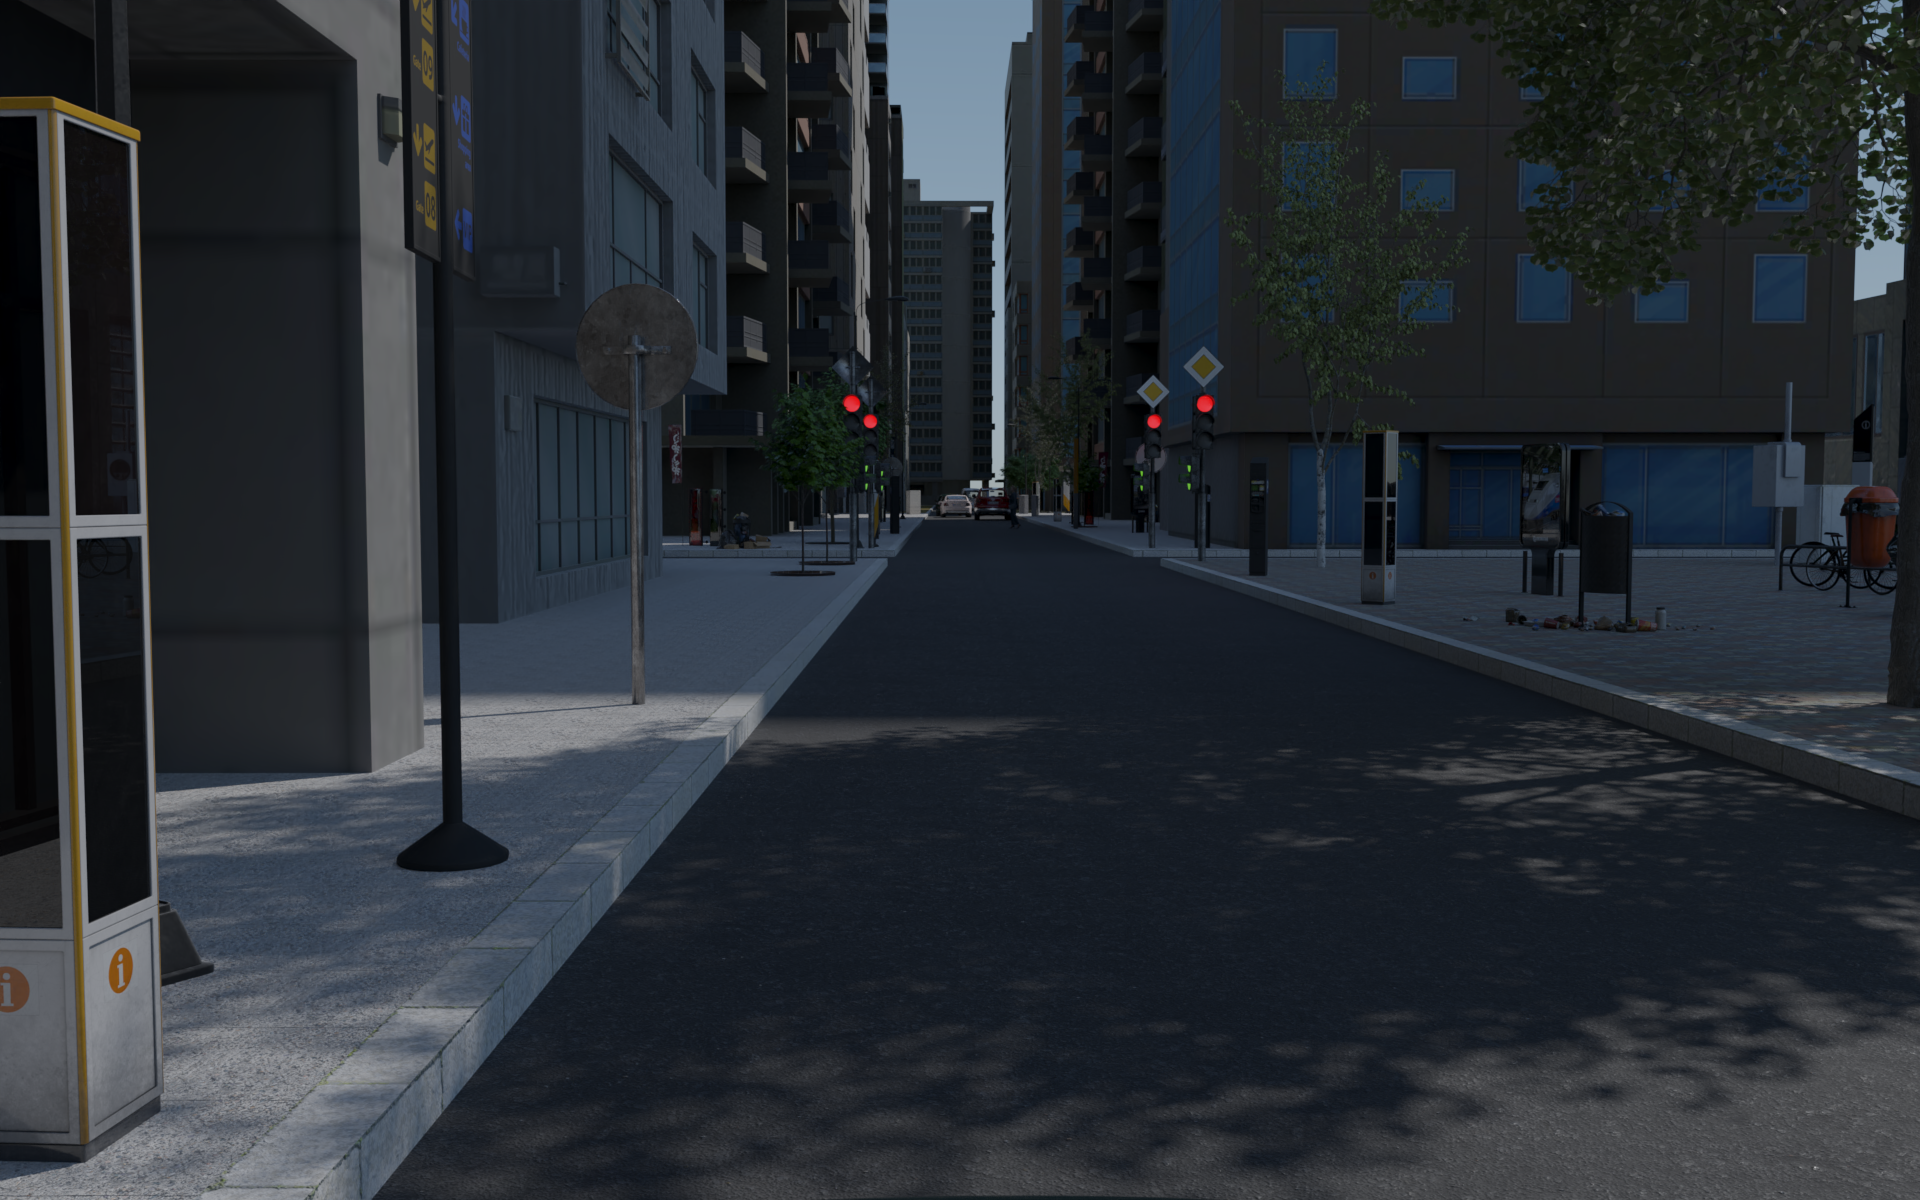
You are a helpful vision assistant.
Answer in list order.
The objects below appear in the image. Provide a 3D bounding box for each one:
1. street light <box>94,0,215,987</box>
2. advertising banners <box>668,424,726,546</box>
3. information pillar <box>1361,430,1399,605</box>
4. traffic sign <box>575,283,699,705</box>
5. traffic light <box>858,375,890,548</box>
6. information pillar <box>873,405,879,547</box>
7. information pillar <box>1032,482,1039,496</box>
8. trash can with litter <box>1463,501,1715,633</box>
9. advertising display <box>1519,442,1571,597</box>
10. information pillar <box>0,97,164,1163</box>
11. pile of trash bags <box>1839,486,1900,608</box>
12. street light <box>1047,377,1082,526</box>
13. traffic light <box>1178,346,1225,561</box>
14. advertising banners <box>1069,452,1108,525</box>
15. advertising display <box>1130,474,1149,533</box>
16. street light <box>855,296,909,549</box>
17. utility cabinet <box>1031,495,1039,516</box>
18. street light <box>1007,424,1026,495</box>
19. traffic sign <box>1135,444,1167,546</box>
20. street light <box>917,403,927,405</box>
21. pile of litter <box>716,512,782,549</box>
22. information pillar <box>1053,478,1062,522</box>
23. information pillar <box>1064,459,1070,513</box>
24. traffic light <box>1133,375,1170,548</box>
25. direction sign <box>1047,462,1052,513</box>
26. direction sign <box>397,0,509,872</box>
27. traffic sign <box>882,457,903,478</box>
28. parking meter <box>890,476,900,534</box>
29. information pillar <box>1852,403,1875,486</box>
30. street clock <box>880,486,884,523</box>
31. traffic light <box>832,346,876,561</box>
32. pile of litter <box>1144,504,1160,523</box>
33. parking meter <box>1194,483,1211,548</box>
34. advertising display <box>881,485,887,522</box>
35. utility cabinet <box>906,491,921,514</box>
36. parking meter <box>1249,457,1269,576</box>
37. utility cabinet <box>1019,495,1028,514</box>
[{"bbox_3d":[-1.643,-1.950,4.423,1.470,5.913,1.316,0,4,0],"label":"street light"},{"bbox_3d":[-6.520,-2.851,42.809,2.074,3.025,0.090,3,5,40],"label":"advertising banners"},{"bbox_3d":[4.874,-0.956,20.123,0.304,2.012,0.304,3,5,41],"label":"information pillar"},{"bbox_3d":[-1.964,-0.636,10.501,0.768,2.556,0.104,0,4,7],"label":"traffic sign"},{"bbox_3d":[-2.079,-3.178,40.881,0.839,4.253,0.868,0,4,0],"label":"traffic light"},{"bbox_3d":[-2.079,-3.094,41.946,0.183,3.616,0.504,1,4,11],"label":"information pillar"},{"bbox_3d":[4.577,-6.147,104.988,0.304,2.012,0.304,2,4,28],"label":"information pillar"},{"bbox_3d":[5.978,-0.352,16.816,1.678,1.210,2.233,-3,4,-37],"label":"trash can with litter"},{"bbox_3d":[7.431,-1.029,22.045,0.123,1.923,0.974,-1,4,-12],"label":"advertising display"},{"bbox_3d":[-1.812,0.066,3.410,0.304,2.012,0.304,0,4,3],"label":"information pillar"},{"bbox_3d":[10.581,-0.519,18.231,1.912,1.369,3.447,-1,4,-13],"label":"pile of trash bags"},{"bbox_3d":[4.156,-5.874,68.585,1.470,5.913,1.316,0,4,0],"label":"street light"},{"bbox_3d":[4.596,-2.694,32.966,0.839,4.253,0.868,0,4,0],"label":"traffic light"},{"bbox_3d":[5.365,-4.644,72.118,2.074,3.025,0.090,3,5,44],"label":"advertising banners"},{"bbox_3d":[5.965,-3.187,57.315,0.123,1.923,0.974,3,5,40],"label":"advertising display"},{"bbox_3d":[-1.901,-4.173,40.774,1.470,5.913,1.316,0,4,0],"label":"street light"},{"bbox_3d":[4.331,-5.418,99.751,0.306,1.237,1.020,1,4,11],"label":"utility cabinet"},{"bbox_3d":[3.815,-8.702,114.823,1.470,5.913,1.316,0,4,0],"label":"street light"},{"bbox_3d":[4.655,-2.583,42.340,0.768,2.556,0.104,0,4,1],"label":"traffic sign"},{"bbox_3d":[-2.376,-7.063,88.025,1.470,5.913,1.316,0,4,0],"label":"street light"},{"bbox_3d":[-4.972,-1.641,40.802,1.719,0.858,1.176,-2,4,-24],"label":"pile of litter"},{"bbox_3d":[4.552,-4.663,80.728,0.304,2.012,0.304,-1,4,-20],"label":"information pillar"},{"bbox_3d":[7.066,-7.545,114.707,0.183,3.616,0.504,-3,5,-41],"label":"information pillar"},{"bbox_3d":[4.532,-3.182,40.950,0.839,4.253,0.868,0,4,0],"label":"traffic light"},{"bbox_3d":[6.010,-7.580,115.935,0.379,3.537,0.876,0,4,2],"label":"direction sign"},{"bbox_3d":[-1.773,-0.854,5.955,0.379,3.537,0.876,0,4,-3],"label":"direction sign"},{"bbox_3d":[-2.347,-3.639,59.601,0.768,2.556,0.104,0,4,0],"label":"traffic sign"},{"bbox_3d":[-2.110,-3.070,55.902,0.255,1.863,0.399,-1,4,-14],"label":"parking meter"},{"bbox_3d":[23.388,-3.274,44.887,0.183,3.616,0.504,-3,4,-36],"label":"information pillar"},{"bbox_3d":[-3.622,-4.500,78.148,0.471,2.002,0.358,0,4,1],"label":"street clock"},{"bbox_3d":[-2.015,-2.690,32.896,0.839,4.253,0.868,0,4,0],"label":"traffic light"},{"bbox_3d":[8.791,-3.924,78.127,1.719,0.858,1.176,2,4,35],"label":"pile of litter"},{"bbox_3d":[5.754,-1.999,41.092,0.372,1.533,0.369,0,3,0],"label":"parking meter"},{"bbox_3d":[-3.506,-4.553,79.649,0.123,1.923,0.974,-1,4,-11],"label":"advertising display"},{"bbox_3d":[-2.918,-6.080,108.090,0.318,1.500,1.173,2,4,32],"label":"utility cabinet"},{"bbox_3d":[4.697,-1.315,27.213,0.255,1.863,0.399,1,4,17],"label":"parking meter"},{"bbox_3d":[4.146,-6.227,112.968,0.306,1.237,1.020,-1,4,-18],"label":"utility cabinet"}]
